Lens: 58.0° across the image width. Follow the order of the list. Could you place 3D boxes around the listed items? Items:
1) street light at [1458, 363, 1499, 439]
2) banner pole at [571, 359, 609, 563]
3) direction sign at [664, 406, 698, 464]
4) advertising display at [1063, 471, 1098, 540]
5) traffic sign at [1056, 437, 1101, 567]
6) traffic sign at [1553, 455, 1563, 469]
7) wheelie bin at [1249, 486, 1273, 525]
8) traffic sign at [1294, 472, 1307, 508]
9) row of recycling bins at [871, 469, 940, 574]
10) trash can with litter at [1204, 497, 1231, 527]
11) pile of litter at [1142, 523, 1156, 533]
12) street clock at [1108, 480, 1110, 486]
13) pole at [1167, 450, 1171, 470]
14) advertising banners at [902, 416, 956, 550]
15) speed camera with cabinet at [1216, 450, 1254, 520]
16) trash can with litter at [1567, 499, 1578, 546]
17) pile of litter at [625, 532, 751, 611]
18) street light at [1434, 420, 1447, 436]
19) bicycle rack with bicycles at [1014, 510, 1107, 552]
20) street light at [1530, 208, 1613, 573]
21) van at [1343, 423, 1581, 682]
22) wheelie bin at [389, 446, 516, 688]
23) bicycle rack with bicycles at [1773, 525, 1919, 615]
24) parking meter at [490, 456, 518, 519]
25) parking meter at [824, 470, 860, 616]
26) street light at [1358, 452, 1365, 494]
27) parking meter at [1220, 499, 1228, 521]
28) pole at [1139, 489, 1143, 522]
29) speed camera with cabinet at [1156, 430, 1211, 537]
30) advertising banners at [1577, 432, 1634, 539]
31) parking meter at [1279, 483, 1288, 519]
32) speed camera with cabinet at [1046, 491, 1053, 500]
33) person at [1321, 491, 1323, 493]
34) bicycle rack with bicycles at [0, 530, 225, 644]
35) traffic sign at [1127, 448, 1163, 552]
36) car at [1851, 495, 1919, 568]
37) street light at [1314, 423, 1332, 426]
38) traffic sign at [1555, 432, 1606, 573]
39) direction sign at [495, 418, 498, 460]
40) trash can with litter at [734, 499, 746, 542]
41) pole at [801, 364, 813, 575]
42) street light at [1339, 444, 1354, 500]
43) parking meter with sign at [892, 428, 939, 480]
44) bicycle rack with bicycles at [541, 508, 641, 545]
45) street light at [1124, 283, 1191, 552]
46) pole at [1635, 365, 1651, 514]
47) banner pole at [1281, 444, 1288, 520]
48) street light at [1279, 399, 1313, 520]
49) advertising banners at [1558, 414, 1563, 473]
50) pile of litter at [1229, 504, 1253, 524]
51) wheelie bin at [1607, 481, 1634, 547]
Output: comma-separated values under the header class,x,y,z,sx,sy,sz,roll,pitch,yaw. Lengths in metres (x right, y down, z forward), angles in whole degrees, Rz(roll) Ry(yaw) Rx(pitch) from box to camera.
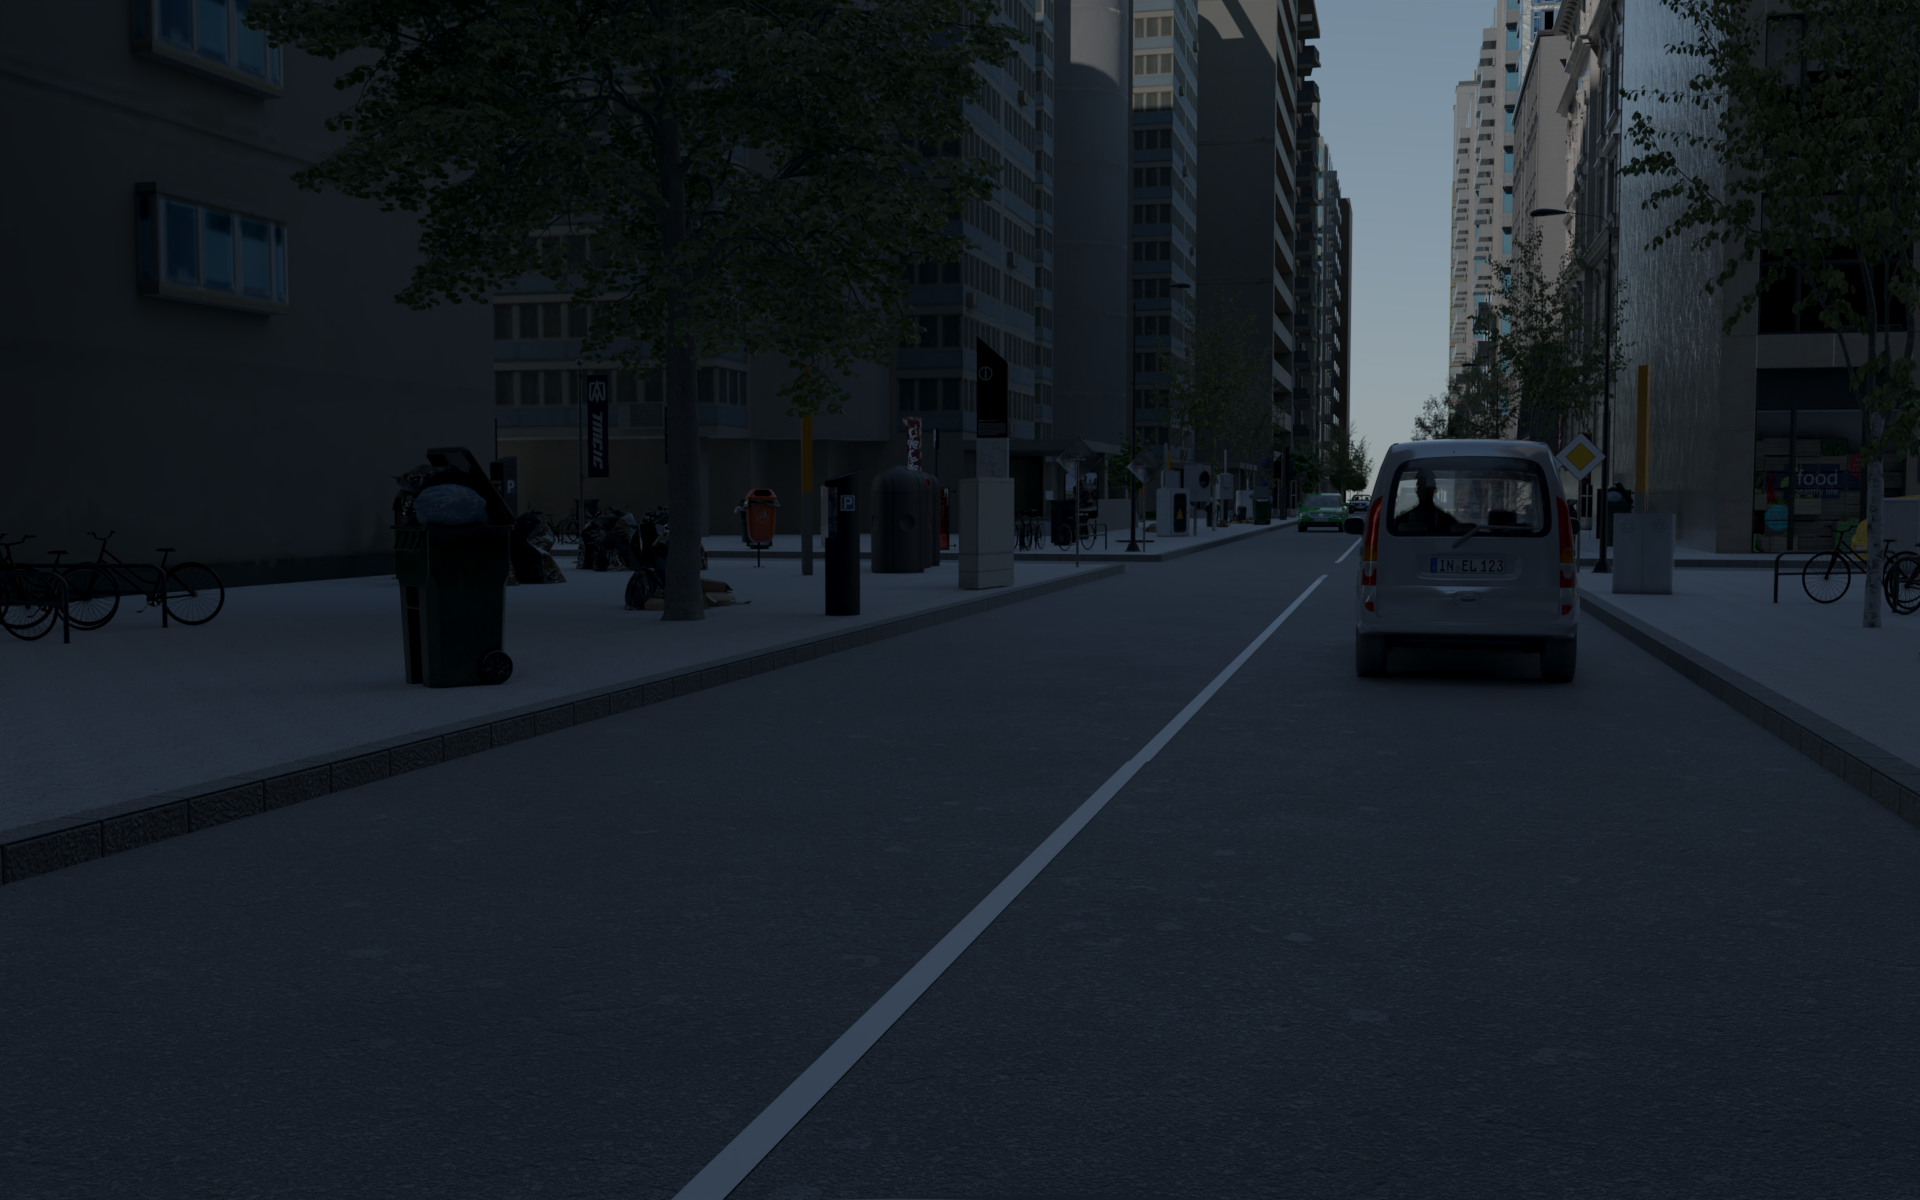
class,x,y,z,sx,sy,sz,roll,pitch,yaw
street light,18.443,-5.432,61.356,1.470,5.913,1.316,1,4,14
banner pole,-6.824,-2.570,32.039,0.863,3.779,0.401,2,4,25
direction sign,-7.215,-3.237,44.919,0.876,3.537,0.379,-1,4,-21
advertising display,3.403,-2.663,48.760,0.974,1.923,0.123,0,4,-7
traffic sign,2.061,-1.631,30.302,0.795,2.450,0.064,1,4,14
traffic sign,12.079,-1.976,35.957,0.795,2.450,0.064,1,4,14
wheelie bin,12.856,-4.013,73.517,0.693,1.594,0.980,-2,4,-27
traffic sign,19.905,-6.188,101.272,0.768,2.556,0.104,1,4,23
row of recycling bins,-0.945,-1.377,29.619,1.069,1.692,3.534,0,4,5
trash can with litter,9.986,-3.401,67.001,1.055,1.170,0.624,3,5,40
pile of litter,6.672,-2.716,58.364,1.176,0.858,1.719,2,4,27
street clock,6.707,-4.353,75.737,0.471,2.002,0.358,2,4,25
pole,9.734,-5.326,80.920,0.158,3.312,0.155,0,3,0
advertising banners,-0.426,-2.646,39.453,2.074,3.025,0.090,-2,4,-32
speed camera with cabinet,12.479,-5.104,77.788,2.038,3.252,0.660,-1,4,-17
trash can with litter,14.133,-1.815,41.069,0.624,1.170,1.055,-2,4,-31
pile of litter,-3.097,-0.353,19.729,1.719,0.858,1.176,-3,4,-36
street light,30.517,-8.296,108.174,1.470,5.913,1.316,1,4,14
bicycle rack with bicycles,2.016,-1.601,39.556,2.852,0.926,2.925,2,4,27
street light,9.959,-3.405,28.209,1.470,5.913,1.316,1,4,14
van,4.260,-0.471,14.720,2.013,2.044,4.112,1,4,15
wheelie bin,-3.424,-0.231,11.680,0.693,1.594,0.980,-3,5,-39
bicycle rack with bicycles,10.876,-0.385,19.669,2.925,0.926,2.852,-1,4,-15
parking meter,-7.053,-1.289,26.793,0.255,1.863,0.399,2,4,25
parking meter,-1.245,-0.608,18.346,0.372,1.533,0.369,0,3,0
street light,43.945,-13.454,192.509,1.470,5.913,1.316,1,4,14
parking meter,12.577,-4.531,82.492,0.372,1.533,0.369,0,3,0
pole,8.243,-5.189,78.676,0.158,3.312,0.155,0,3,0
speed camera with cabinet,6.813,-3.569,52.682,0.660,3.252,2.038,3,5,44
advertising banners,18.452,-3.263,49.544,2.074,3.025,0.090,-1,4,-22
parking meter,16.642,-5.097,89.042,0.399,1.863,0.255,0,4,5
speed camera with cabinet,3.927,-5.771,88.695,0.660,3.252,2.038,3,5,41
person,39.778,-11.118,190.371,1.348,1.812,0.705,0,4,6
bicycle rack with bicycles,-8.683,-0.152,15.875,2.925,0.926,2.852,0,4,2
traffic sign,4.051,-2.104,38.036,0.795,2.450,0.064,1,4,14
car,17.947,-1.237,30.452,3.980,1.641,2.015,1,4,13
street light,23.434,-8.569,112.637,1.470,5.913,1.316,1,4,14
traffic sign,10.089,-1.503,28.223,0.795,2.450,0.064,1,4,14
direction sign,-14.225,-3.646,51.614,0.876,3.537,0.379,-1,4,-15
trash can with litter,-5.529,-2.117,45.998,0.624,1.170,1.055,1,4,15
pole,-2.416,-2.046,27.295,0.158,3.312,0.155,0,3,0
street light,35.441,-11.421,159.275,1.470,5.913,1.316,1,4,14
parking meter with sign,-1.445,-3.032,45.832,1.738,3.016,0.543,0,4,-8
bicycle rack with bicycles,-9.595,-1.917,44.723,2.925,0.926,2.852,-1,4,-15
street light,4.379,-4.022,38.307,1.470,5.913,1.316,1,4,14
pole,10.834,-2.059,27.507,0.158,3.312,0.155,0,3,0
banner pole,16.198,-5.918,86.771,0.401,3.779,0.863,2,4,24
street light,16.431,-6.882,85.064,1.470,5.913,1.316,1,4,14
advertising banners,13.304,-2.600,38.693,0.090,3.025,2.074,1,4,14
pile of litter,12.398,-3.747,75.228,1.719,0.858,1.176,0,4,-4
wheelie bin,16.058,-2.105,42.324,0.693,1.594,0.980,1,4,13
